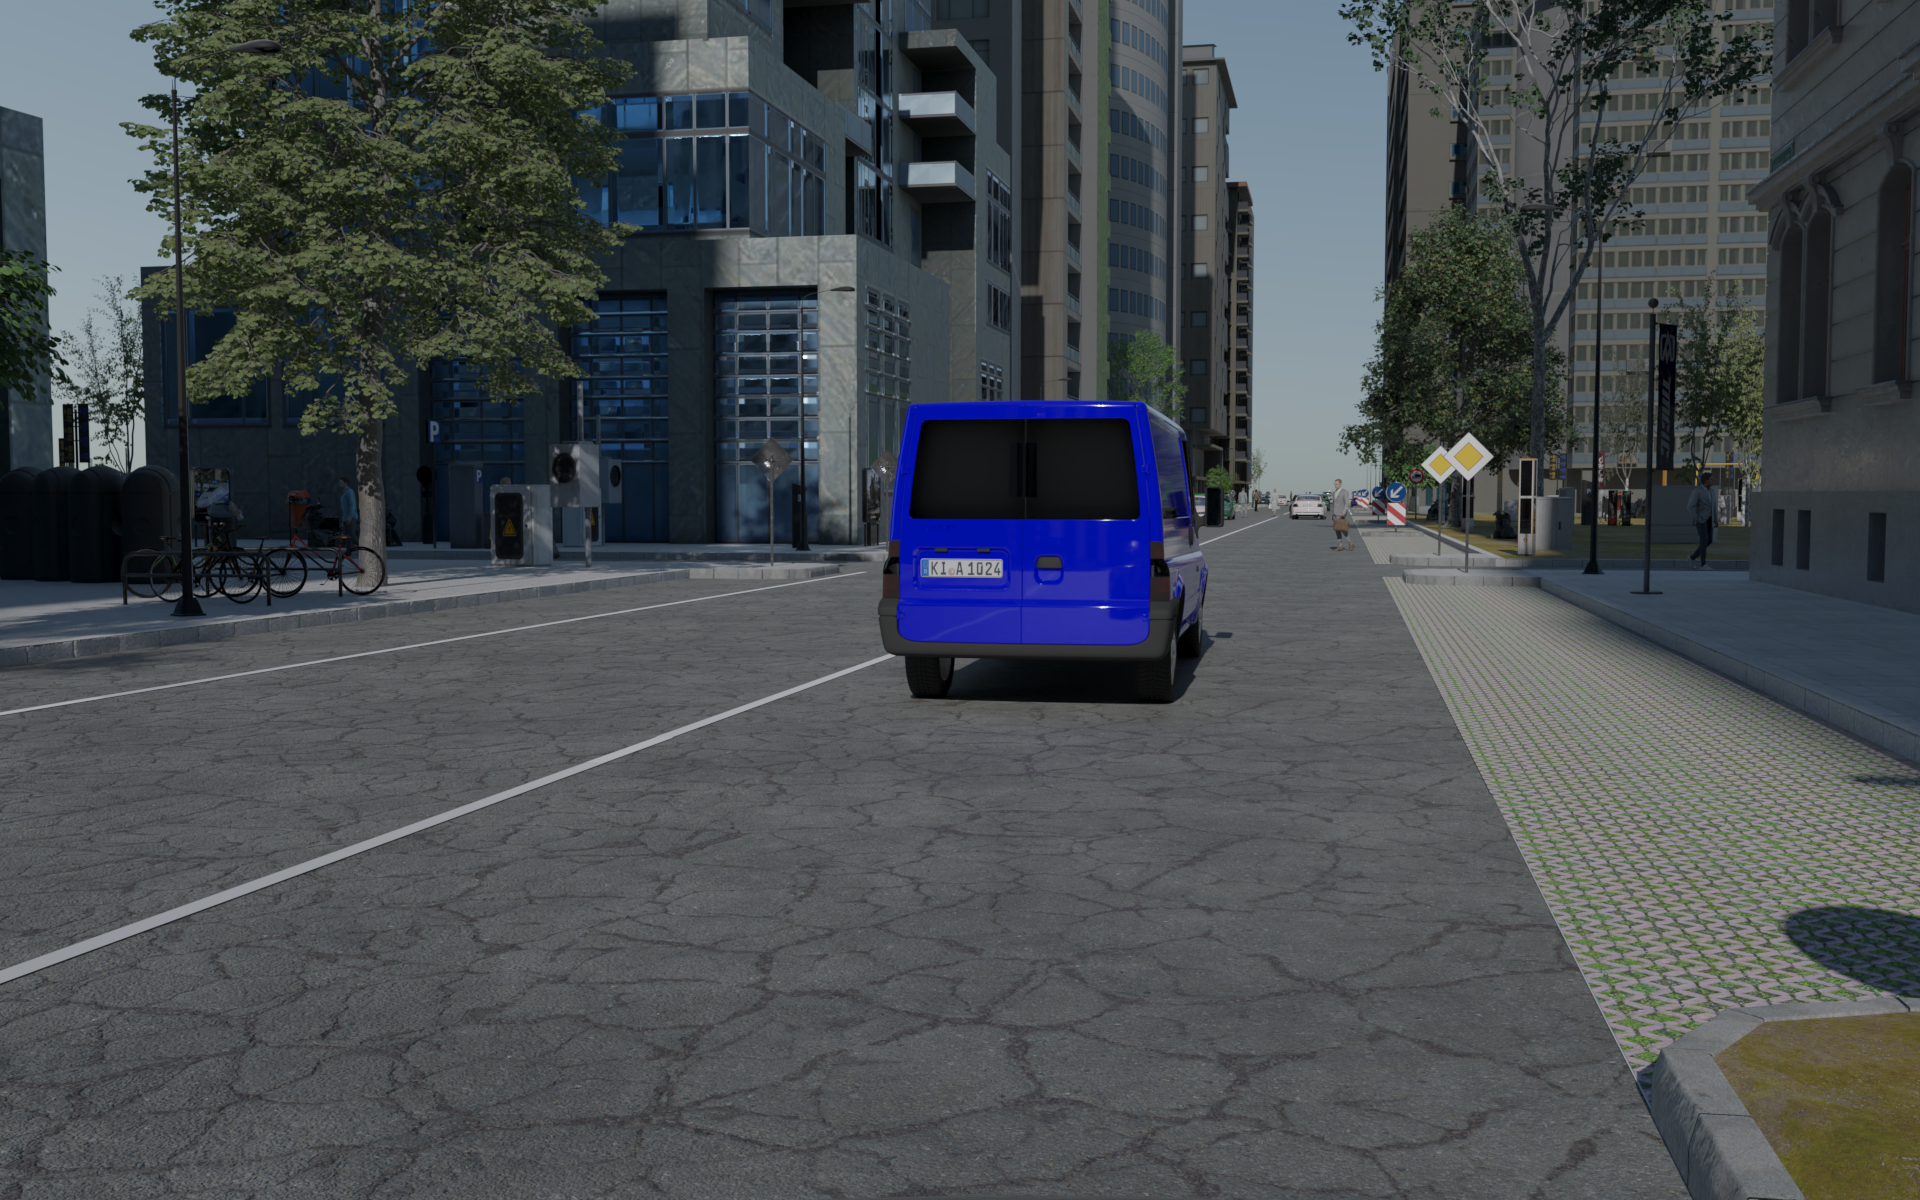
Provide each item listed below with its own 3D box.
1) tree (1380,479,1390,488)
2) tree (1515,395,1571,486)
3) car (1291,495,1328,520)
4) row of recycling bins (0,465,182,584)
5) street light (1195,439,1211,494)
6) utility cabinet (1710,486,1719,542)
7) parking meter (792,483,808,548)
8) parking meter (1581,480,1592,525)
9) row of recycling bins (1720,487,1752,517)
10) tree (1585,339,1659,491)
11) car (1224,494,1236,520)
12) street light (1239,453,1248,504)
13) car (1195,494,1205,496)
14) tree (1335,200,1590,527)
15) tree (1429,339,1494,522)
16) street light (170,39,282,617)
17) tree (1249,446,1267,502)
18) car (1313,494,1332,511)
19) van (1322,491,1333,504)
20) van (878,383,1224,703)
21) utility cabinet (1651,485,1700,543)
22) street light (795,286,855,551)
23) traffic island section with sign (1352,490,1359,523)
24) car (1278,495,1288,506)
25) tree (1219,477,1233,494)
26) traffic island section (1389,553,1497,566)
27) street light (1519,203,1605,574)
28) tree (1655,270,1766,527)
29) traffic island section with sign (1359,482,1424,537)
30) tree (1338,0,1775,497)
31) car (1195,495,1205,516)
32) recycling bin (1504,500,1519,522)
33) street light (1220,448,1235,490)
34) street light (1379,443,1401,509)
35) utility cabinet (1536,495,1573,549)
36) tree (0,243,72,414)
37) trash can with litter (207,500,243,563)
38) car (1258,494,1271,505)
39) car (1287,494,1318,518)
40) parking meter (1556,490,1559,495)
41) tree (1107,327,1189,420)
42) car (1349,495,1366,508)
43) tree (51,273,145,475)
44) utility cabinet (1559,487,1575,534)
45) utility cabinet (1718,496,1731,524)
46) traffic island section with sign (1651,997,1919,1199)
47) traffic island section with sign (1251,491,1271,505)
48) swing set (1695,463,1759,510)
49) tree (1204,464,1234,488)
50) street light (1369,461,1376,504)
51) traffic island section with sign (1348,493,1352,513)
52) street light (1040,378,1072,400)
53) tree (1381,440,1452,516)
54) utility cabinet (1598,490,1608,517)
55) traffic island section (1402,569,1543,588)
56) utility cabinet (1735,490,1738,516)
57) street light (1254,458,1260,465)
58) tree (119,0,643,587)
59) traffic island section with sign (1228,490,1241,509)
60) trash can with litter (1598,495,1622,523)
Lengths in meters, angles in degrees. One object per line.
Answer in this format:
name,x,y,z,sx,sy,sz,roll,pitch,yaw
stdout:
tree,47.192,-12.032,191.326,1.663,3.219,1.824,0,3,0
tree,33.697,-9.279,102.066,4.360,8.622,3.978,0,3,0
car,19.808,-5.252,98.229,2.083,1.381,4.827,1,4,14
row of recycling bins,-12.836,-1.124,25.492,3.534,1.692,1.069,2,4,27
street light,20.271,-10.550,145.031,1.470,5.913,1.316,1,4,12
utility cabinet,19.343,-2.247,45.409,1.173,1.500,0.318,-2,4,-28
parking meter,-3.814,-2.007,41.230,0.372,1.533,0.369,0,3,0
parking meter,25.750,-4.001,71.128,0.399,1.863,0.255,-1,4,-15
row of recycling bins,43.772,-5.399,95.382,3.534,1.692,1.069,2,4,26
tree,32.049,-8.124,83.191,4.360,8.622,3.978,0,3,0
car,14.395,-5.202,96.854,2.131,1.459,4.920,1,4,13
street light,31.259,-13.580,194.571,1.470,5.913,1.316,1,4,12
car,17.162,-6.996,123.188,1.959,1.807,4.718,1,4,10
tree,19.585,-9.214,67.658,9.611,12.733,9.660,0,3,0
tree,22.233,-7.849,78.694,4.737,8.622,4.395,0,3,0
street light,-7.617,-2.779,17.978,1.470,5.913,1.316,1,4,12
tree,45.589,-19.439,268.183,4.737,8.622,4.395,0,3,0
car,30.212,-8.186,145.635,2.131,1.459,4.920,1,4,12
van,45.642,-12.726,215.089,2.013,2.044,4.112,1,4,12
van,0.888,-0.569,13.690,2.240,2.365,5.245,1,4,11
utility cabinet,18.475,-2.209,44.794,1.173,1.500,0.318,1,4,18
street light,-3.025,-4.061,38.941,1.470,5.913,1.316,1,4,12
traffic island section with sign,20.357,-4.655,84.743,1.989,1.847,2.006,1,4,12
car,39.622,-12.349,214.262,2.083,1.381,4.827,1,4,12
tree,27.621,-11.488,182.430,1.663,3.219,1.824,0,3,0
traffic island section,9.973,-0.838,35.975,2.009,0.180,2.903,1,4,12
street light,9.639,-3.377,27.748,1.470,5.913,1.316,1,4,12
tree,24.995,-6.581,57.963,4.737,8.622,4.395,0,3,0
traffic island section with sign,14.541,-3.036,58.262,1.989,1.847,2.006,1,4,12
tree,17.009,-11.630,46.039,12.611,20.169,13.585,0,3,0
car,10.670,-4.083,79.121,2.083,1.381,4.827,1,4,14
recycling bin,25.319,-4.081,79.275,0.722,1.027,0.722,2,4,27
street light,26.923,-12.402,175.310,1.470,5.913,1.316,1,4,12
street light,30.363,-9.117,121.600,1.470,5.913,1.316,1,4,12
utility cabinet,13.689,-1.778,40.229,1.020,1.237,0.306,-1,4,-9
tree,-9.402,-1.883,14.504,4.285,4.588,4.351,0,3,0
trash can with litter,-13.779,-1.291,32.497,0.624,1.170,1.055,-1,4,-22
car,38.766,-12.954,221.586,2.009,1.686,4.222,1,4,13
car,20.711,-5.780,104.294,2.009,1.686,4.222,1,4,11
parking meter,34.204,-5.533,98.877,0.372,1.533,0.369,0,3,0
tree,10.525,-11.113,107.451,9.928,11.665,9.643,0,3,0
car,41.052,-10.127,178.154,1.945,1.354,3.894,1,4,12
tree,-27.332,-6.480,56.315,4.360,8.622,3.978,0,3,0
utility cabinet,19.427,-2.865,55.519,0.318,1.500,1.173,1,4,9
utility cabinet,32.512,-3.864,74.342,1.020,1.237,0.306,2,4,31
traffic island section with sign,2.478,0.324,3.324,1.989,1.847,2.006,1,4,12
traffic island section with sign,37.541,-12.738,216.892,1.989,1.847,2.006,1,4,12
swing set,39.068,-5.559,88.515,3.119,2.851,2.862,2,4,30
tree,27.740,-12.396,186.395,4.285,4.588,4.351,0,3,0
street light,36.922,-10.970,151.899,1.470,5.913,1.316,1,4,12
traffic island section with sign,31.136,-7.654,133.778,1.989,1.847,2.006,1,4,12
street light,3.778,-5.927,69.449,1.470,5.913,1.316,1,4,12
tree,28.654,-7.790,111.084,4.285,4.588,4.351,0,3,0
utility cabinet,35.016,-5.219,94.002,1.173,1.500,0.318,-1,4,-20
traffic island section,8.260,-0.361,28.175,2.009,0.180,2.903,1,4,12
utility cabinet,44.387,-5.454,97.857,1.173,1.500,0.318,-1,4,-17
street light,37.832,-15.440,224.987,1.470,5.913,1.316,1,4,12
tree,-7.942,-6.477,24.026,7.486,12.596,7.792,0,3,0
traffic island section with sign,25.519,-9.391,162.174,1.989,1.847,2.006,1,4,12
trash can with litter,29.424,-4.119,78.404,1.678,1.210,2.233,0,4,-5
